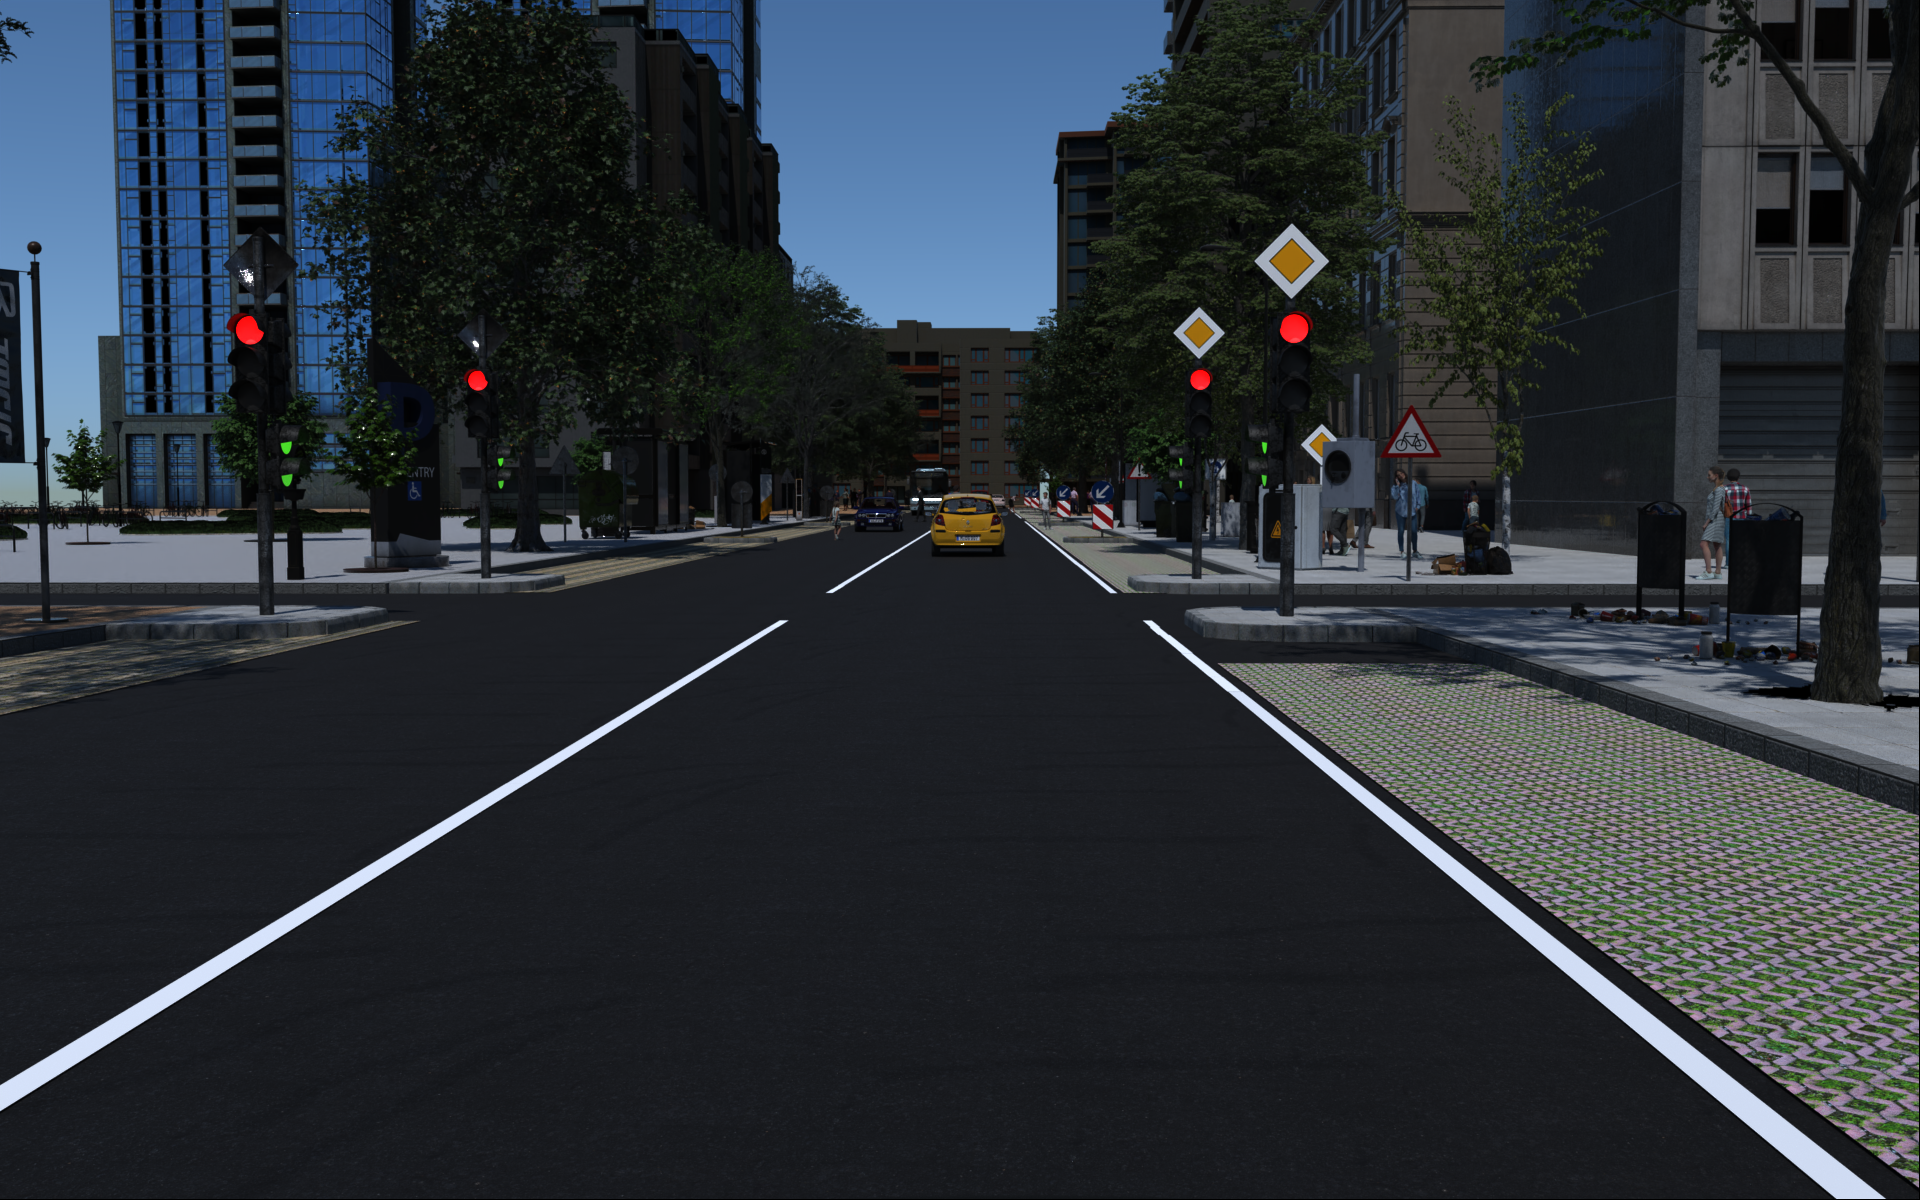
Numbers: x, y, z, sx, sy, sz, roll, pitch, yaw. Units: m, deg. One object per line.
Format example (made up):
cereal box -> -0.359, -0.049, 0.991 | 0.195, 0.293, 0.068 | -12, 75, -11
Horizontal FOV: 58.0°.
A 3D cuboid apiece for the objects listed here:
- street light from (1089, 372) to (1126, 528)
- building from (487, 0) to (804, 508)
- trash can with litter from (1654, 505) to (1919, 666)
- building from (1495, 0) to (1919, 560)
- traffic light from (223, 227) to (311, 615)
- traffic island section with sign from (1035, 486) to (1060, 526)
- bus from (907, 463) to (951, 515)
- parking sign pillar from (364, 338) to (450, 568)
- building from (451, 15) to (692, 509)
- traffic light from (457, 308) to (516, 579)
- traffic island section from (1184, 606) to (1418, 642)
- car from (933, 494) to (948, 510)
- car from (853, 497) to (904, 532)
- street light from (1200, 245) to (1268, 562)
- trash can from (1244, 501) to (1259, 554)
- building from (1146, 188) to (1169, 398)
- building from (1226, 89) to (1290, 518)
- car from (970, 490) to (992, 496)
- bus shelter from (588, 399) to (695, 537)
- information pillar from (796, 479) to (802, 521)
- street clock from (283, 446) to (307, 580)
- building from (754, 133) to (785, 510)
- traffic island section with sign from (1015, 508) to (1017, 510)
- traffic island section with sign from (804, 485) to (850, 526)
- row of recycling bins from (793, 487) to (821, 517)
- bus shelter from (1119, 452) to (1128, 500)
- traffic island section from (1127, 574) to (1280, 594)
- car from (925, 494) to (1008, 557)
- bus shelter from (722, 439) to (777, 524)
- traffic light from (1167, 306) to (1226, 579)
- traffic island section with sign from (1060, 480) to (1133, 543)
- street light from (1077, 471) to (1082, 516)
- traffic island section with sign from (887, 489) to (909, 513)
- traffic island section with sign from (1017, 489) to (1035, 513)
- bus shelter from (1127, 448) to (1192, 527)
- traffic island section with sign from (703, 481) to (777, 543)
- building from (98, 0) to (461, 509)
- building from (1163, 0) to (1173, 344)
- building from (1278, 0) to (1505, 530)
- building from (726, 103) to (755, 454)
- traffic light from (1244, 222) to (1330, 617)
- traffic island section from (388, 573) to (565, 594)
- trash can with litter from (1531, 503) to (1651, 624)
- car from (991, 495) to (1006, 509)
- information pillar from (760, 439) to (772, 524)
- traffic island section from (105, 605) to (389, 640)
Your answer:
street light -> 5.634, -5.731, 66.239 | 1.470, 5.913, 1.316 | 0, 4, 1
building -> -30.508, -51.657, 157.270 | 31.000, 86.520, 22.319 | 0, 4, 1
trash can with litter -> 6.589, -0.135, 13.271 | 2.233, 1.210, 1.678 | 2, 4, 27
building -> 23.995, -13.514, 38.980 | 19.932, 24.808, 12.078 | 0, 4, 1
traffic light -> -7.343, -1.795, 18.273 | 0.839, 4.253, 0.868 | 0, 4, 1
traffic island section with sign -> 4.559, -4.274, 78.504 | 1.989, 1.847, 2.006 | 0, 4, 1
bus -> -2.078, -7.655, 120.025 | 2.948, 3.499, 13.247 | 0, 4, 0
parking sign pillar -> -9.798, -2.575, 30.572 | 1.447, 3.967, 1.447 | 2, 4, 26
building -> -22.969, -20.609, 108.652 | 14.160, 30.474, 14.107 | 0, 4, 1
traffic light -> -7.199, -2.284, 26.257 | 0.839, 4.253, 0.868 | 0, 4, 1
traffic island section -> 3.457, 0.249, 18.209 | 2.009, 0.180, 2.903 | 0, 4, 1
car -> 0.054, -2.984, 59.012 | 2.015, 1.641, 3.980 | 0, 4, 2
car -> -3.110, -3.314, 66.766 | 1.945, 1.354, 3.894 | 0, 4, 1
street light -> 5.167, -3.661, 32.399 | 1.470, 5.913, 1.316 | 0, 4, 1
trash can -> 6.498, -1.574, 37.387 | 0.748, 1.137, 0.748 | 0, 3, 0
building -> 24.061, -23.866, 161.905 | 14.160, 30.474, 14.107 | 0, 4, 1
building -> 21.617, -16.113, 93.120 | 12.332, 23.373, 15.834 | 0, 4, 1
car -> 1.754, -8.998, 155.785 | 2.281, 1.827, 5.304 | 0, 4, 0
bus shelter -> -10.443, -4.814, 56.344 | 2.179, 5.291, 8.768 | 0, 4, 1
information pillar -> -7.774, -4.846, 83.718 | 0.304, 2.012, 0.304 | 0, 4, -5
street clock -> -9.953, -1.304, 25.898 | 0.358, 2.002, 0.471 | 0, 4, 1
building -> -21.994, -22.330, 136.801 | 14.160, 30.474, 14.107 | 0, 4, 1
traffic island section with sign -> 5.948, -9.007, 155.890 | 1.989, 1.847, 2.006 | 0, 4, 1
traffic island section with sign -> -5.978, -4.256, 78.206 | 1.989, 1.847, 2.006 | 0, 4, 1
row of recycling bins -> -8.672, -5.550, 97.859 | 1.069, 1.692, 3.534 | 1, 4, 12
bus shelter -> 7.852, -4.821, 72.740 | 2.014, 3.302, 5.546 | 0, 4, 1
traffic island section -> 3.601, -0.239, 26.192 | 2.009, 0.180, 2.903 | 0, 4, 1
car -> 0.162, -1.892, 41.153 | 2.015, 1.641, 3.980 | 0, 4, -1
bus shelter -> -9.430, -5.283, 77.655 | 1.731, 3.624, 6.357 | 0, 4, 1
traffic light -> 3.561, -2.273, 26.079 | 0.839, 4.253, 0.868 | 0, 4, 1
traffic island section with sign -> 4.059, -2.604, 51.201 | 1.989, 1.847, 2.006 | 0, 4, 1
street light -> 6.457, -7.868, 101.186 | 1.470, 5.913, 1.316 | 0, 4, 1
traffic island section with sign -> -5.058, -7.362, 129.004 | 1.989, 1.847, 2.006 | 0, 4, 1
traffic island section with sign -> 5.450, -7.339, 128.627 | 1.989, 1.847, 2.006 | 0, 4, 1
bus shelter -> 7.525, -4.284, 63.960 | 2.014, 3.302, 5.546 | 0, 4, 1
traffic island section with sign -> -6.458, -2.607, 51.255 | 1.989, 1.847, 2.006 | 0, 4, 1
building -> -62.023, -51.687, 157.750 | 31.000, 86.520, 22.319 | 0, 4, 1
building -> 28.138, -31.768, 139.021 | 23.786, 49.044, 30.456 | 0, 4, 1
building -> 21.447, -16.838, 72.568 | 12.463, 27.353, 25.104 | 0, 4, 1
building -> -22.826, -21.470, 122.733 | 14.160, 30.474, 14.107 | 0, 4, 1
traffic light -> 3.417, -1.784, 18.095 | 0.839, 4.253, 0.868 | 0, 4, 1
traffic island section -> -7.238, -0.251, 26.392 | 2.009, 0.180, 2.903 | 0, 4, 1
trash can with litter -> 6.898, -0.405, 17.686 | 1.678, 1.210, 2.233 | -2, 4, -30
car -> 3.629, -9.830, 173.084 | 2.083, 1.381, 4.827 | 0, 4, 1
information pillar -> -8.212, -5.007, 73.212 | 0.504, 3.616, 0.183 | -2, 4, -24
traffic island section -> -7.383, 0.237, 18.409 | 2.009, 0.180, 2.903 | 0, 4, 1
